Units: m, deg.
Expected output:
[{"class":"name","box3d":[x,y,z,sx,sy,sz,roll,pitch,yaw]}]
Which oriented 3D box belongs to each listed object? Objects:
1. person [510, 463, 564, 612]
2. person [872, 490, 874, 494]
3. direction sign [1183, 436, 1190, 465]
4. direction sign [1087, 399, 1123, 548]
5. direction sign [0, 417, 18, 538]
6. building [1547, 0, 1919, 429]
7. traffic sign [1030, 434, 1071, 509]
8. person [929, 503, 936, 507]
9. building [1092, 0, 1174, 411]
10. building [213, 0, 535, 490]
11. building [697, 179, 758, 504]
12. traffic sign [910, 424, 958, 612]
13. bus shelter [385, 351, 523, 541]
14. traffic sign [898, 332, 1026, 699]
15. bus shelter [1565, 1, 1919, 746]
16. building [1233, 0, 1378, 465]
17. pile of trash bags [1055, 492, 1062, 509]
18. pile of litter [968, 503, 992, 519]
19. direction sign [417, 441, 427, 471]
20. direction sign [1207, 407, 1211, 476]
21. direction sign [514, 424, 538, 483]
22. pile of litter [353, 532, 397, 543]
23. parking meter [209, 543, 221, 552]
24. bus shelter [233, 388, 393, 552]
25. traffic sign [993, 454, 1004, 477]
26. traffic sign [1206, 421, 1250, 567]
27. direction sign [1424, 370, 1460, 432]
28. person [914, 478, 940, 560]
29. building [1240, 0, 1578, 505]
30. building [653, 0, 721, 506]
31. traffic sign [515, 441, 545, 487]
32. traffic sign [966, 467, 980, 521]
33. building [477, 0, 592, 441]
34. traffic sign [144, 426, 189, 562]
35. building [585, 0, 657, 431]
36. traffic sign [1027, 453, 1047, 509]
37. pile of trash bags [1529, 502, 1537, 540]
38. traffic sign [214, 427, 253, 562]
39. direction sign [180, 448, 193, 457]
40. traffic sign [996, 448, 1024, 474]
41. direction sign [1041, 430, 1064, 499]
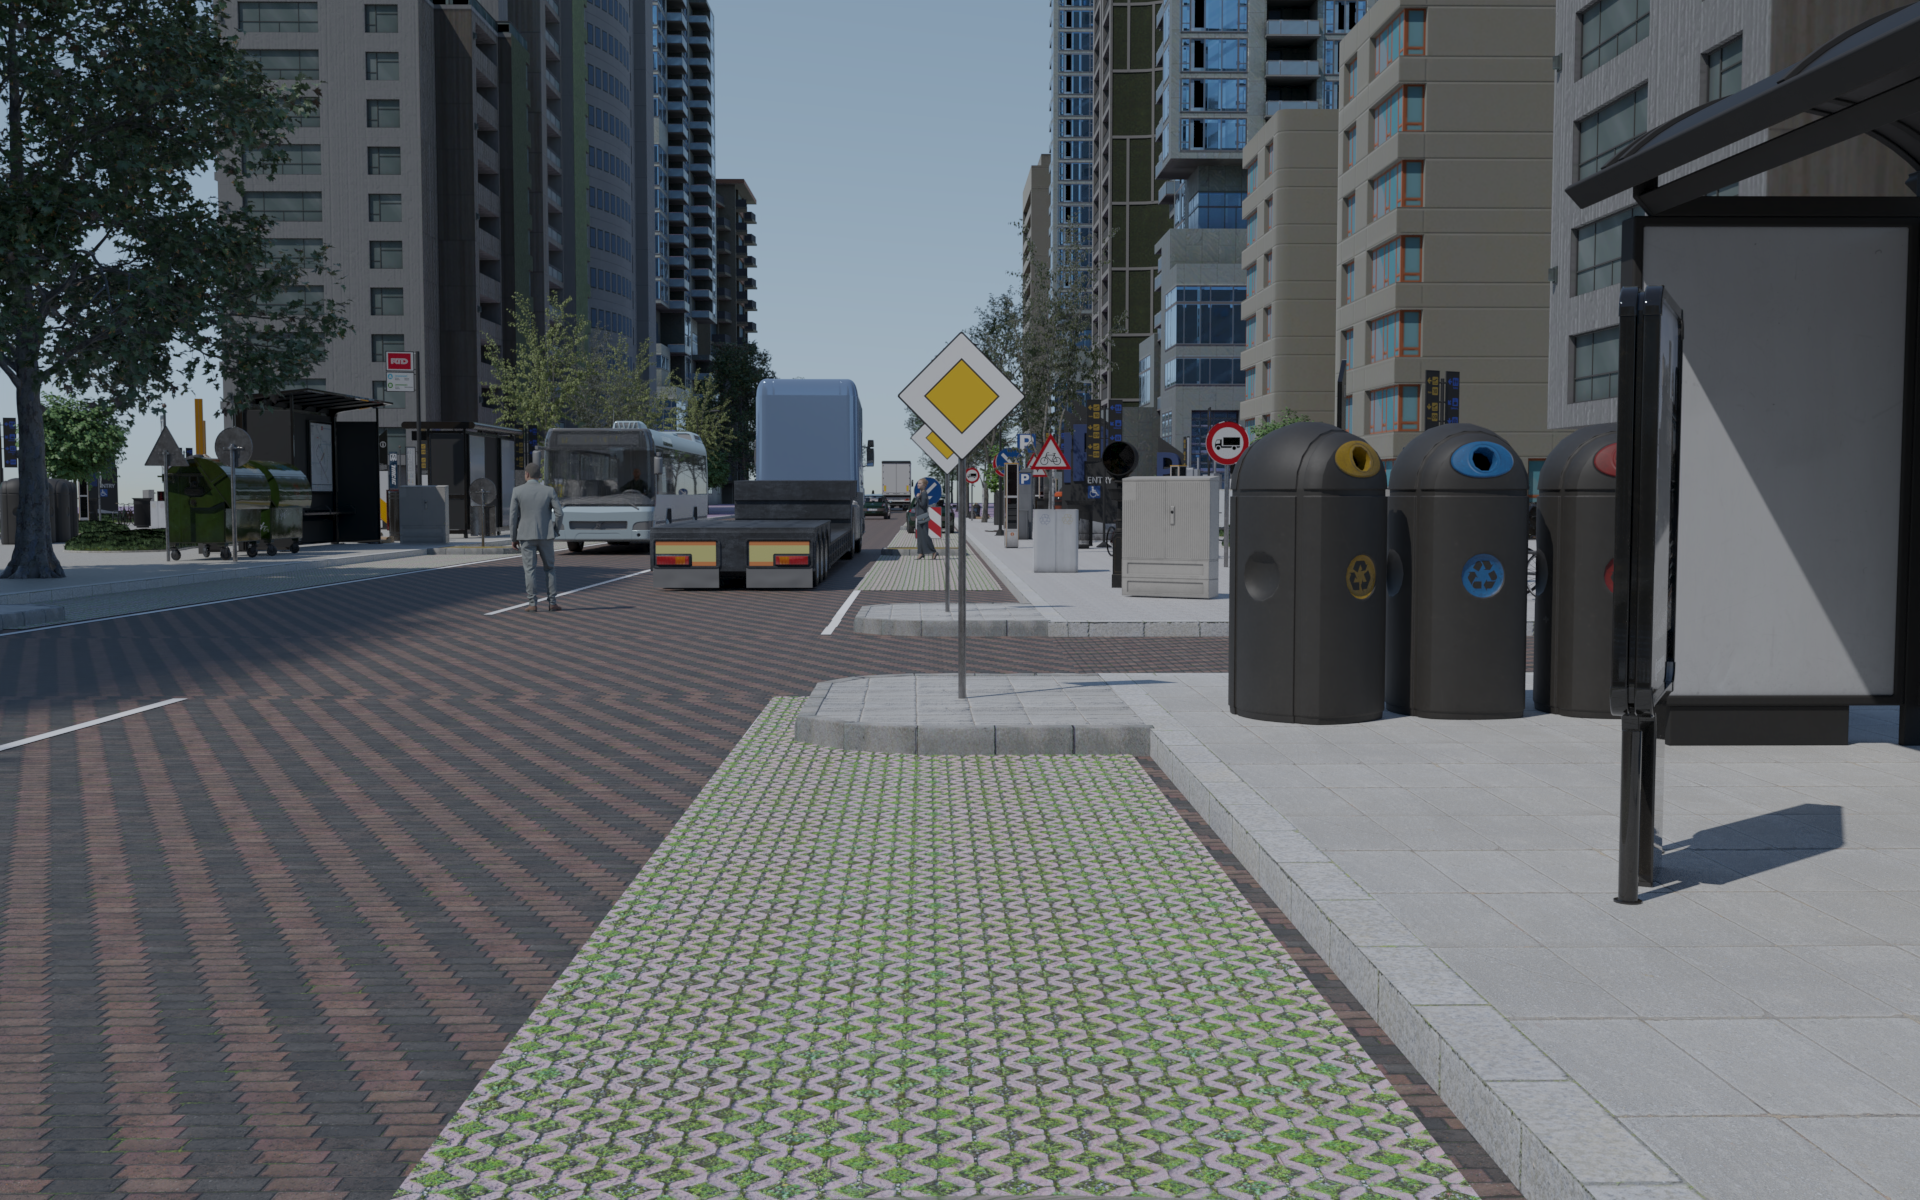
[{"class":"person","box3d":[-5.157,-0.765,21.108,0.635,1.810,0.391,-2,4,-24]},{"class":"person","box3d":[-6.507,-7.385,129.963,1.217,1.735,0.721,0,4,6]},{"class":"direction sign","box3d":[8.884,-4.650,68.027,0.379,3.537,0.876,0,4,-7]},{"class":"direction sign","box3d":[3.464,-3.031,41.548,0.876,3.537,0.379,-1,4,-10]},{"class":"direction sign","box3d":[-28.351,-3.622,51.212,0.876,3.537,0.379,-1,4,-19]},{"class":"building","box3d":[21.499,-16.126,35.362,14.107,30.474,14.160,0,4,-1]},{"class":"traffic sign","box3d":[1.967,-2.296,37.550,0.884,2.594,0.081,0,4,7]},{"class":"person","box3d":[-1.005,-2.601,53.629,0.523,1.515,0.503,-1,4,-21]},{"class":"building","box3d":[20.301,-43.401,147.853,20.563,71.187,20.611,0,4,-1]},{"class":"building","box3d":[-33.480,-20.130,100.831,14.160,30.474,14.107,0,4,-1]},{"class":"building","box3d":[-39.153,-35.449,234.209,22.147,44.769,28.867,0,4,-1]},{"class":"traffic sign","box3d":[-0.139,-0.927,18.796,0.795,2.450,0.064,0,4,-1]},{"class":"bus shelter","box3d":[-15.057,-4.508,51.334,2.179,5.291,8.768,0,4,-1]},{"class":"traffic sign","box3d":[0.010,-0.438,10.812,0.795,2.450,0.064,0,4,-1]},{"class":"bus shelter","box3d":[4.179,-0.756,6.286,2.014,3.302,5.546,0,4,-1]},{"class":"building","box3d":[22.263,-49.440,121.015,22.319,86.520,31.000,0,4,-1]},{"class":"pile of trash bags","box3d":[4.634,-3.593,68.502,1.912,1.369,3.447,2,4,30]},{"class":"pile of litter","box3d":[1.092,-4.611,89.357,1.176,0.858,1.719,3,5,45]},{"class":"direction sign","box3d":[-17.754,-4.036,57.989,0.876,3.537,0.379,1,4,12]},{"class":"direction sign","box3d":[6.532,-3.270,45.461,0.379,3.537,0.876,0,4,4]},{"class":"direction sign","box3d":[-14.145,-3.946,56.520,0.379,3.537,0.876,3,5,40]},{"class":"pile of litter","box3d":[-15.495,-1.944,45.750,1.176,0.858,1.719,-1,4,-9]},{"class":"parking meter","box3d":[-16.442,-1.984,38.146,0.255,1.863,0.399,-1,4,-23]},{"class":"bus shelter","box3d":[-15.329,-3.066,41.420,1.731,3.624,6.357,0,4,-1]},{"class":"traffic sign","box3d":[1.350,-3.134,51.348,0.768,2.556,0.104,0,4,6]},{"class":"traffic sign","box3d":[4.661,-1.845,30.264,0.768,2.556,0.104,0,4,-1]},{"class":"direction sign","box3d":[8.857,-2.440,31.883,0.876,3.537,0.379,-2,4,-32]},{"class":"person","box3d":[-0.757,-1.748,37.509,0.534,1.772,0.576,-2,4,-24]},{"class":"building","box3d":[28.217,-13.930,72.797,27.650,21.520,28.899,0,4,-1]},{"class":"building","box3d":[-39.343,-54.439,202.755,22.319,86.520,31.000,0,4,-1]},{"class":"traffic sign","box3d":[-16.010,-4.435,66.384,2.265,3.308,0.079,0,4,3]},{"class":"traffic sign","box3d":[0.575,-5.067,82.958,0.768,2.556,0.104,0,4,1]},{"class":"building","box3d":[-33.001,-26.396,115.176,14.154,41.232,14.086,0,4,-1]},{"class":"traffic sign","box3d":[-15.062,-2.011,32.882,0.884,2.594,0.081,0,4,5]},{"class":"building","box3d":[-36.749,-36.338,136.119,21.231,58.520,28.212,0,4,-1]},{"class":"traffic sign","box3d":[2.299,-3.286,53.724,0.884,2.594,0.081,0,4,0]},{"class":"pile of trash bags","box3d":[15.063,-2.369,48.493,3.447,1.369,1.912,0,4,4]},{"class":"traffic sign","box3d":[-13.797,-2.005,32.894,0.768,2.556,0.104,0,4,7]},{"class":"direction sign","box3d":[-37.775,-5.652,84.403,0.379,3.537,0.876,3,4,37]},{"class":"traffic sign","box3d":[1.365,-2.902,47.561,0.768,2.556,0.104,0,4,7]},{"class":"direction sign","box3d":[3.303,-4.221,61.009,0.876,3.537,0.379,0,4,-1]}]
